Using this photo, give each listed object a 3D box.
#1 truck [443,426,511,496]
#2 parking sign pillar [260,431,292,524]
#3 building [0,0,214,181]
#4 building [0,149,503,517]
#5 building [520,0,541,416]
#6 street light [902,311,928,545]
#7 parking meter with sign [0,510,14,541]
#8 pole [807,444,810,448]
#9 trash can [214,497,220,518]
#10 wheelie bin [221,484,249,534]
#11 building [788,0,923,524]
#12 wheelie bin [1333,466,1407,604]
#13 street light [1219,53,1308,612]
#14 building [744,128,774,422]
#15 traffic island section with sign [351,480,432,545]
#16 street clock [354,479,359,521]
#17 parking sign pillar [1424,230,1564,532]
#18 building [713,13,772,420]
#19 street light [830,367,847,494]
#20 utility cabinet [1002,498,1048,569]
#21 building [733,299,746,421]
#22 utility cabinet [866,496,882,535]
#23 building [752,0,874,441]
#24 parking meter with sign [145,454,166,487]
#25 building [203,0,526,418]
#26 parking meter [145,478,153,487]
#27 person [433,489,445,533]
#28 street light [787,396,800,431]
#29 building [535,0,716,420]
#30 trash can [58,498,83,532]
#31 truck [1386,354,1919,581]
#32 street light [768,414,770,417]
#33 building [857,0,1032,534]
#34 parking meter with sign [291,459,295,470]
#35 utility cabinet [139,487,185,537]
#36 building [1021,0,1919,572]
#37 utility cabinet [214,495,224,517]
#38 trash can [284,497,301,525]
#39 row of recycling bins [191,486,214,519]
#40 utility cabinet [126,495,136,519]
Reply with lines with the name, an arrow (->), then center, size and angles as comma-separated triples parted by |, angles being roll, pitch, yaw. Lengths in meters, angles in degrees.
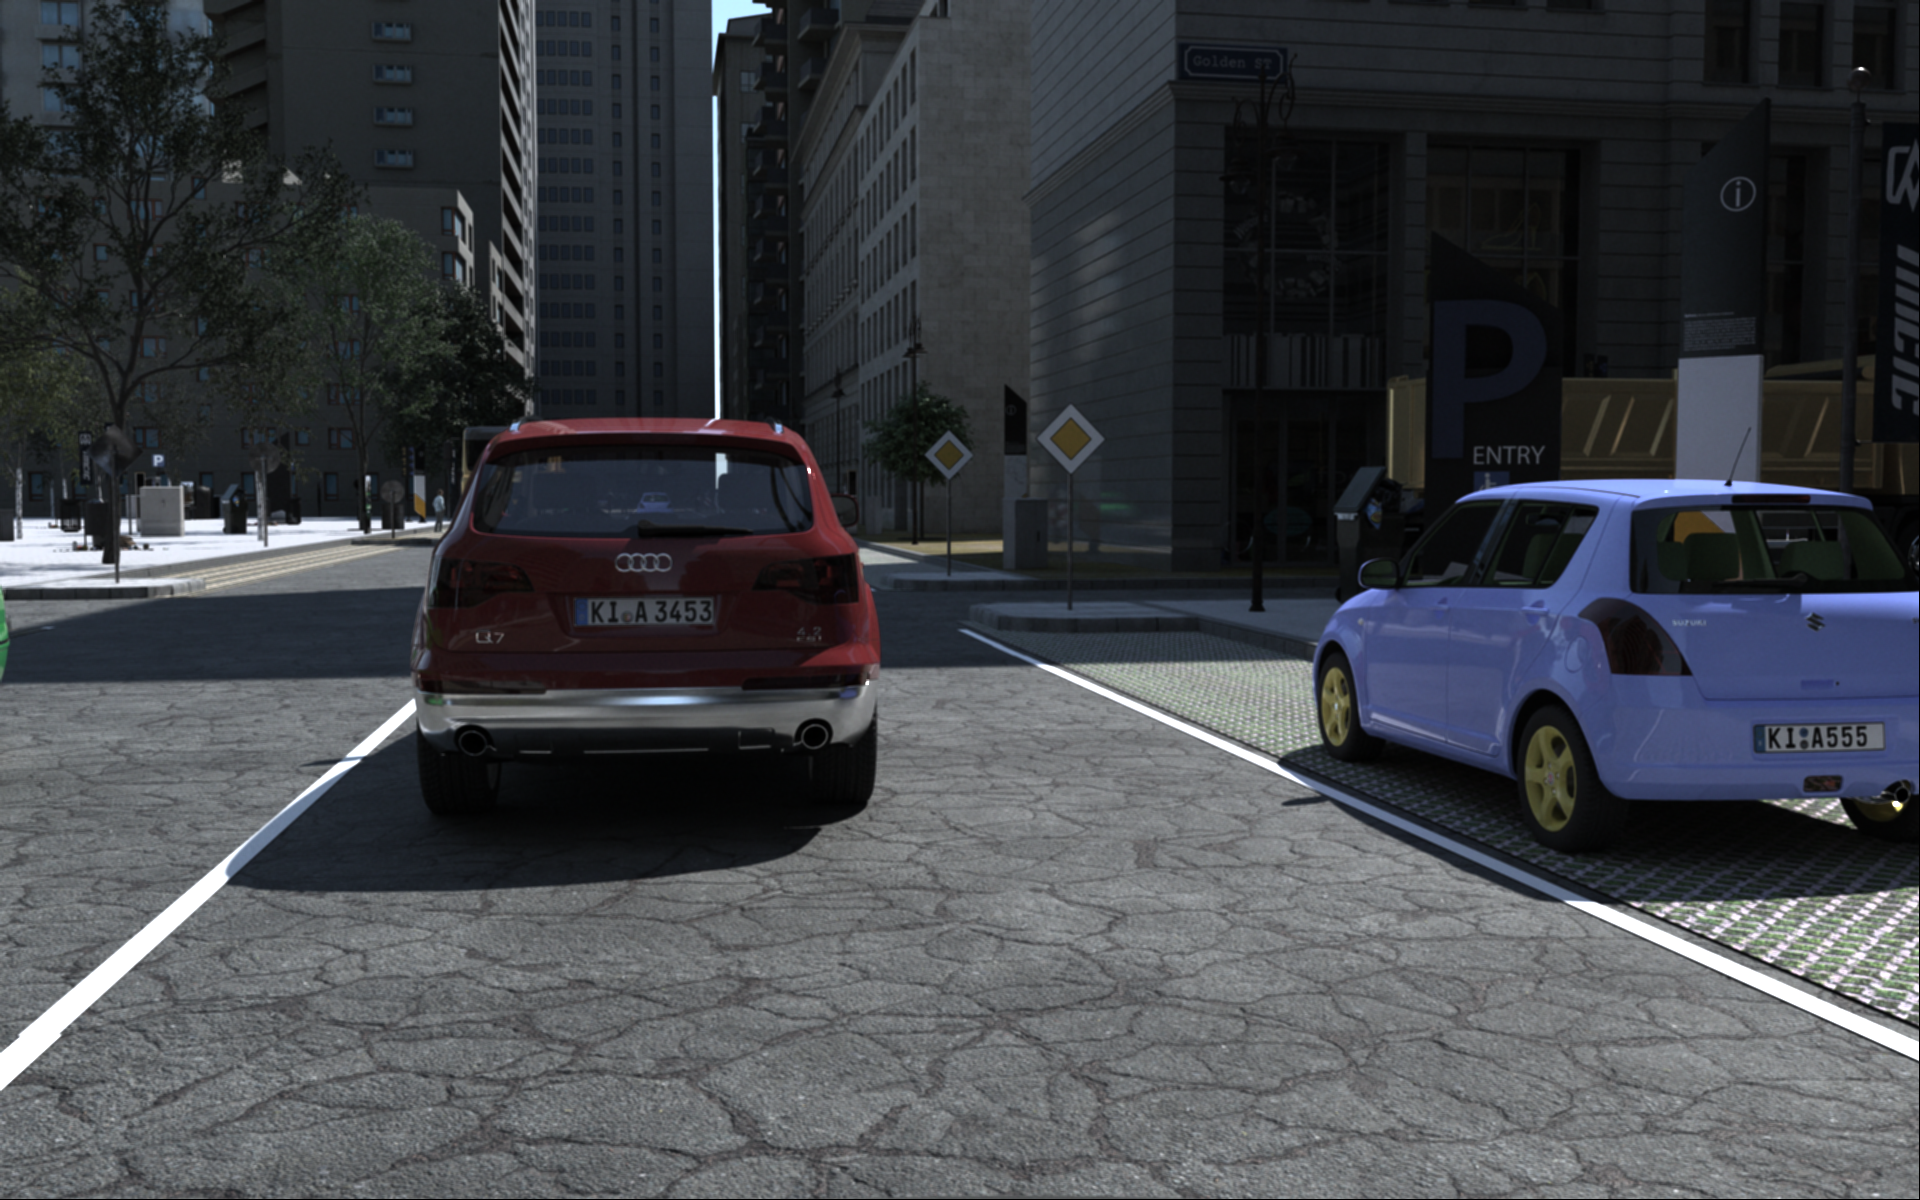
truck -> -13.360, -3.440, 52.164 | 3.469, 3.379, 9.791 | -1, 4, -11
parking sign pillar -> -29.302, -5.236, 74.083 | 1.447, 3.967, 1.447 | -1, 4, -14
building -> -75.619, -32.643, 153.315 | 30.456, 49.044, 23.786 | -1, 4, -10
building -> -44.551, -16.222, 110.262 | 27.650, 21.520, 28.899 | -1, 4, -10
building -> -50.112, -44.123, 159.663 | 20.611, 71.187, 20.563 | -1, 4, -10
street light -> -1.144, -4.351, 43.922 | 0.468, 5.910, 1.993 | -1, 4, -10
parking meter with sign -> -26.342, -3.066, 46.392 | 0.543, 3.016, 1.738 | 2, 4, 33
pole -> -6.268, -4.732, 71.204 | 0.158, 3.312, 0.155 | 0, 3, 0
trash can -> -39.433, -4.884, 91.505 | 0.748, 1.137, 0.748 | 0, 3, 0
wheelie bin -> -23.460, -2.945, 56.066 | 0.980, 1.594, 0.693 | 3, 5, 42
building -> 0.553, -15.575, 87.939 | 16.112, 22.955, 30.059 | -1, 4, -10
wheelie bin -> 4.747, -0.743, 20.051 | 0.693, 1.594, 0.980 | -1, 4, -14
street light -> 3.252, -2.813, 18.786 | 0.468, 5.910, 1.993 | -1, 4, -10
building -> -10.518, -22.572, 140.749 | 14.160, 30.474, 14.107 | -1, 4, -10
traffic island section with sign -> -16.125, -2.484, 49.239 | 1.989, 1.847, 2.006 | -1, 4, -10
street clock -> -28.793, -4.800, 83.053 | 0.471, 2.002, 0.358 | 1, 4, 9
parking sign pillar -> 5.383, -1.774, 17.484 | 1.447, 3.967, 1.447 | 1, 4, 21
building -> -14.419, -37.388, 200.526 | 27.495, 52.752, 28.713 | -1, 4, -10
street light -> -4.415, -5.506, 62.804 | 0.468, 5.910, 1.993 | -1, 4, -10
utility cabinet -> 1.139, -1.148, 29.926 | 0.306, 1.237, 1.020 | 2, 4, 35
building -> -6.780, -19.484, 163.597 | 27.650, 21.520, 28.899 | -1, 4, -10
utility cabinet -> -2.732, -2.672, 54.841 | 0.306, 1.237, 1.020 | 1, 4, 11
building -> -2.731, -28.397, 118.910 | 22.147, 44.769, 28.867 | -1, 4, -10
parking meter with sign -> -35.138, -4.838, 75.369 | 0.543, 3.016, 1.738 | 0, 4, -5
building -> -45.824, -31.276, 135.065 | 21.300, 48.544, 21.600 | -1, 4, -10
parking meter -> -29.415, -3.481, 62.625 | 0.255, 1.863, 0.399 | 3, 4, 39
person -> -19.250, -3.291, 64.115 | 0.330, 1.601, 0.589 | -3, 5, -44
street light -> -7.839, -6.659, 81.659 | 0.468, 5.910, 1.993 | -1, 4, -10
building -> -41.673, -39.718, 191.391 | 28.212, 58.520, 21.231 | -1, 4, -10
trash can -> -29.954, -2.855, 58.332 | 0.748, 1.137, 0.748 | 0, 3, 0
truck -> 11.172, -1.763, 24.744 | 9.791, 3.379, 3.469 | -1, 4, -9
street light -> -11.110, -7.814, 100.541 | 0.468, 5.910, 1.993 | -1, 4, -10
building -> 2.355, -12.832, 64.559 | 10.420, 20.320, 16.860 | -1, 4, -10
parking meter with sign -> -33.260, -5.425, 84.955 | 0.543, 3.016, 1.738 | 0, 4, 5
utility cabinet -> -23.741, -2.621, 51.527 | 1.173, 1.500, 0.318 | 0, 4, -3
building -> 17.044, -15.778, 35.459 | 29.804, 29.767, 11.434 | -1, 4, -10
utility cabinet -> -40.649, -5.155, 95.446 | 0.306, 1.237, 1.020 | 2, 4, 32
trash can -> -27.864, -3.713, 72.365 | 0.748, 1.137, 0.748 | 0, 3, 0
row of recycling bins -> -38.926, -5.012, 89.056 | 1.069, 1.692, 3.534 | -1, 4, -20
utility cabinet -> -41.780, -4.697, 87.963 | 1.020, 1.237, 0.306 | -2, 4, -29
